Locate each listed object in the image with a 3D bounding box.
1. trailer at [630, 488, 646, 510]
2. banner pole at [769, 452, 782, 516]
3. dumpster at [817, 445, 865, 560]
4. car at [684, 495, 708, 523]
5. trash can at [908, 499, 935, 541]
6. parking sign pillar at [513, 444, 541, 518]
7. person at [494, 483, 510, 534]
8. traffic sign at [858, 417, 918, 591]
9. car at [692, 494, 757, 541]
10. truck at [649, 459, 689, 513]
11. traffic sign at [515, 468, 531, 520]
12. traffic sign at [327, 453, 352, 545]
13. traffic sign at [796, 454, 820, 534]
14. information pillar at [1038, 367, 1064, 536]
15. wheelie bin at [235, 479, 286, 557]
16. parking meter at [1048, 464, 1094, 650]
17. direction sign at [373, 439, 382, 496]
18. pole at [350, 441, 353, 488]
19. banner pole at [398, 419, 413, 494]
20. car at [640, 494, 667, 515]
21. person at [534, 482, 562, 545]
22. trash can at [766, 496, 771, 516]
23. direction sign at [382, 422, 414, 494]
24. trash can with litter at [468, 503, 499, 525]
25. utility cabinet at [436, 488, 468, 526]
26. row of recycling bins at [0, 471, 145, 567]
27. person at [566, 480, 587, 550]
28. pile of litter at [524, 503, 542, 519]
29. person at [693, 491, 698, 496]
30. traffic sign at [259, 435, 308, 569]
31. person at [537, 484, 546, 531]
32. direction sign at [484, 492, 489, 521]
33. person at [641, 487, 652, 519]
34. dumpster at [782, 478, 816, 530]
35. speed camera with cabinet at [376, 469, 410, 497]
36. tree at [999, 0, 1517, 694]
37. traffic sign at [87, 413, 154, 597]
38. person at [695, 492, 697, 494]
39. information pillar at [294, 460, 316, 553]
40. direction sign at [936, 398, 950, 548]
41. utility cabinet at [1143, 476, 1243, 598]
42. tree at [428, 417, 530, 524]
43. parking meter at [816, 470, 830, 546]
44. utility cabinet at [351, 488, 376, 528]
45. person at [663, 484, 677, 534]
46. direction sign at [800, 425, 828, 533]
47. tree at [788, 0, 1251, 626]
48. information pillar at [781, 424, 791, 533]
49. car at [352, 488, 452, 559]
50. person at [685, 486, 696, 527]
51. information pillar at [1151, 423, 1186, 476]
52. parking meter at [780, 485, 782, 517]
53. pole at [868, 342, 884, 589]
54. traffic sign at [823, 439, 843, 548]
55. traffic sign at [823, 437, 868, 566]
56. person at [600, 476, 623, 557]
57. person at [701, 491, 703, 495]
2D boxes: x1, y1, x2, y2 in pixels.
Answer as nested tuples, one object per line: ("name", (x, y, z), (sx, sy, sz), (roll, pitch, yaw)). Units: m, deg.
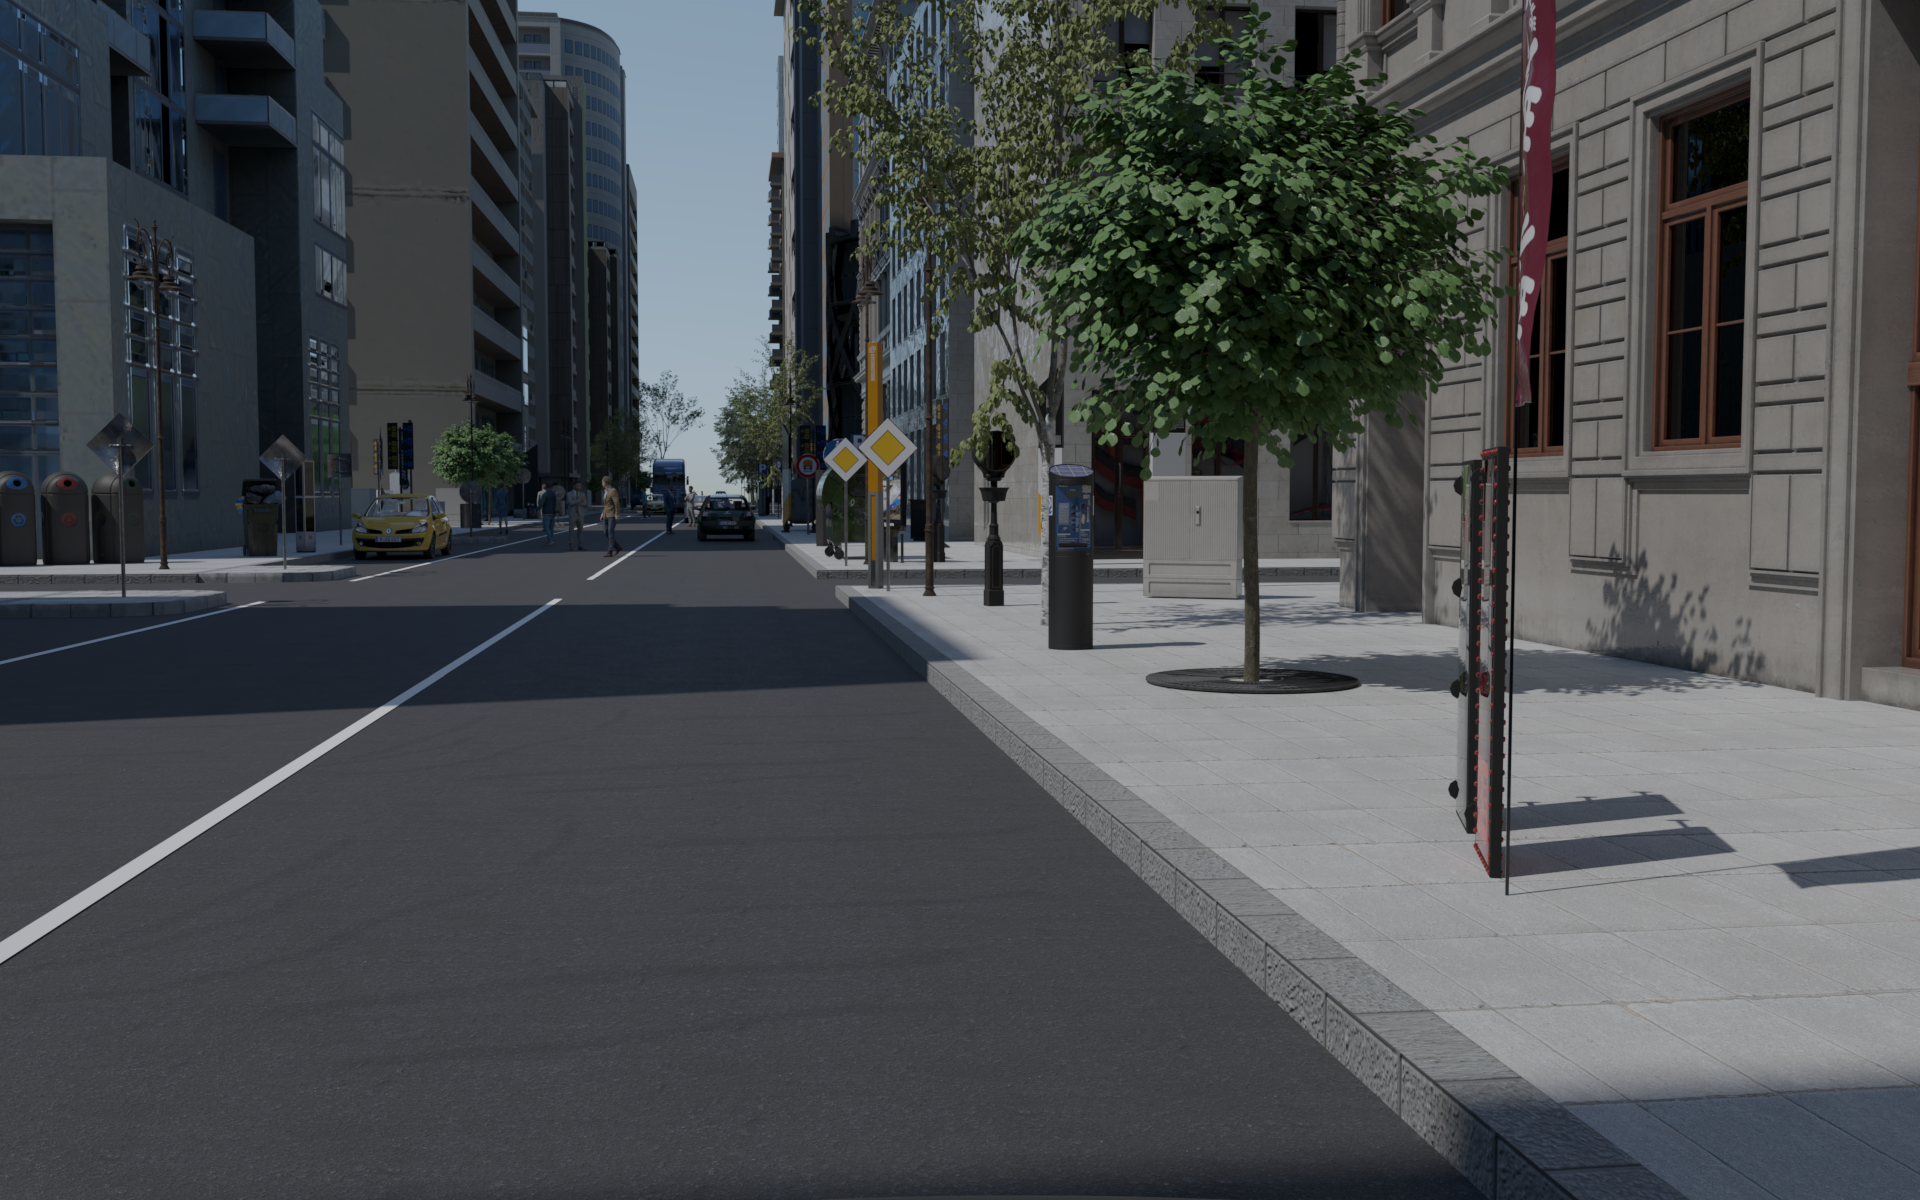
("trailer", (-28.027, -8.814, 151.162), (1.471, 1.999, 3.904), (0, 4, -6))
("banner pole", (-10.800, -6.820, 101.519), (0.863, 3.779, 0.401), (-1, 4, -12))
("dumpster", (-2.059, -1.960, 34.546), (1.502, 2.255, 1.985), (0, 4, -8))
("car", (-12.865, -4.571, 87.092), (2.083, 1.381, 4.827), (0, 4, -6))
("trash can", (-1.054, -2.182, 47.328), (0.748, 1.137, 0.748), (0, 3, 0))
("parking sign pillar", (-23.366, -6.412, 93.305), (1.447, 3.967, 1.447), (0, 4, -5))
("person", (-16.358, -3.263, 61.875), (0.581, 1.822, 0.654), (-2, 4, -24))
("traffic sign", (-0.948, -1.170, 22.766), (0.795, 2.450, 0.064), (0, 4, -8))
("car", (-7.331, -2.709, 54.072), (2.009, 1.686, 4.222), (-1, 4, -10))
("truck", (-22.898, -9.023, 137.285), (2.967, 4.110, 18.799), (-1, 4, -8))
("traffic sign", (-21.479, -5.201, 85.148), (0.768, 2.556, 0.104), (0, 4, -2))
("traffic sign", (-15.498, -2.518, 43.304), (0.606, 2.300, 0.079), (0, 4, -3))
("traffic sign", (-4.817, -3.352, 54.903), (0.768, 2.556, 0.104), (0, 4, -2))
("information pillar", (1.656, -2.439, 31.240), (0.504, 3.616, 0.183), (2, 4, 28))
("wheelie bin", (-14.409, -1.703, 35.758), (0.980, 1.594, 0.693), (-2, 4, -31))
("parking meter", (0.919, -0.363, 14.344), (0.372, 1.533, 0.369), (0, 3, 0))
("direction sign", (-23.827, -4.831, 70.981), (0.379, 3.537, 0.876), (-3, 5, -41))
("pole", (-23.238, -4.414, 66.019), (0.158, 3.312, 0.155), (0, 3, 0))
("banner pole", (-18.627, -4.177, 58.303), (0.863, 3.779, 0.401), (2, 4, 35))
("car", (-21.386, -6.795, 121.327), (2.015, 1.641, 3.980), (-1, 4, -9))
("person", (-11.496, -2.425, 48.493), (0.721, 1.781, 0.623), (2, 4, 29))
("trash can", (-11.621, -5.594, 103.122), (0.748, 1.137, 0.748), (0, 3, 0))
("direction sign", (-17.722, -3.848, 54.914), (0.876, 3.537, 0.379), (1, 4, 10))
("trash can with litter", (-19.892, -3.642, 70.600), (2.233, 1.210, 1.678), (-1, 4, -12))
("utility cabinet", (-19.948, -3.631, 68.050), (1.173, 1.500, 0.318), (0, 3, 0))
("row of recycling bins", (-16.648, -1.476, 31.251), (3.534, 1.692, 1.069), (-3, 5, -45))
("person", (-9.769, -2.174, 44.219), (0.466, 1.800, 0.511), (3, 5, 42))
("pile of litter", (-21.852, -4.595, 89.100), (1.176, 0.858, 1.719), (0, 4, -6))
("person", (-31.495, -12.026, 205.112), (1.348, 1.826, 0.705), (1, 4, 22))
("traffic sign", (-11.484, -1.577, 29.418), (0.795, 2.450, 0.064), (0, 4, -8))
("person", (-16.250, -3.628, 67.917), (0.635, 1.810, 0.391), (-1, 4, -22))
("direction sign", (-22.185, -5.457, 81.216), (0.379, 3.537, 0.876), (3, 5, 39))
("person", (-17.807, -5.480, 98.121), (0.620, 1.820, 0.660), (-1, 4, -22))
("dumpster", (-5.622, -3.396, 61.289), (1.264, 1.857, 1.865), (0, 4, -8))
("speed camera with cabinet", (-24.360, -4.867, 73.917), (0.660, 3.252, 2.038), (1, 4, 22))
("tree", (1.968, -1.714, 11.735), (4.285, 4.588, 4.351), (0, 3, 0))
("traffic sign", (-10.409, -1.093, 21.506), (0.795, 2.450, 0.064), (0, 4, -8))
("person", (-36.306, -13.974, 237.759), (1.217, 1.735, 0.721), (-2, 4, -35))
("information pillar", (-14.344, -2.045, 37.934), (0.304, 2.012, 0.304), (2, 4, 31))
("direction sign", (-0.421, -3.019, 41.352), (0.379, 3.537, 0.876), (-1, 4, -19))
("utility cabinet", (2.855, -0.769, 21.258), (1.173, 1.500, 0.318), (1, 4, 22))
("tree", (-21.073, -5.745, 77.651), (4.285, 4.588, 4.351), (0, 3, 0))
("parking meter", (-3.339, -2.252, 42.534), (0.255, 1.863, 0.399), (2, 4, 30))
("utility cabinet", (-22.444, -3.452, 65.123), (1.173, 1.500, 0.318), (2, 4, 30))
("person", (-10.481, -3.295, 62.555), (0.419, 1.800, 0.721), (1, 4, 21))
("direction sign", (-4.833, -3.978, 57.045), (0.876, 3.537, 0.379), (-1, 4, -16))
("tree", (0.623, -4.059, 16.722), (4.737, 8.622, 4.395), (0, 3, 0))
("information pillar", (-5.779, -4.056, 57.668), (0.183, 3.616, 0.504), (-2, 4, -31))
("car", (-12.630, -1.778, 39.298), (2.015, 1.641, 3.980), (-1, 4, -8))
("person", (-11.865, -4.117, 75.990), (0.511, 1.800, 0.466), (2, 4, 31))
("information pillar", (2.833, -1.964, 23.474), (0.504, 3.616, 0.183), (-1, 4, -13))
("parking meter", (-9.867, -5.566, 96.715), (0.255, 1.863, 0.399), (0, 4, 4))
("pole", (-1.142, -1.809, 23.425), (0.158, 3.312, 0.155), (0, 3, 0))
("traffic sign", (-2.763, -2.433, 39.890), (0.768, 2.556, 0.104), (0, 4, -7))
("traffic sign", (-2.024, -1.654, 30.679), (0.795, 2.450, 0.064), (0, 4, -8))
("person", (-8.012, -1.913, 39.681), (0.656, 1.842, 0.836), (1, 4, 20))
("person", (-31.745, -12.506, 212.974), (0.705, 1.824, 1.348), (-1, 4, -9))
